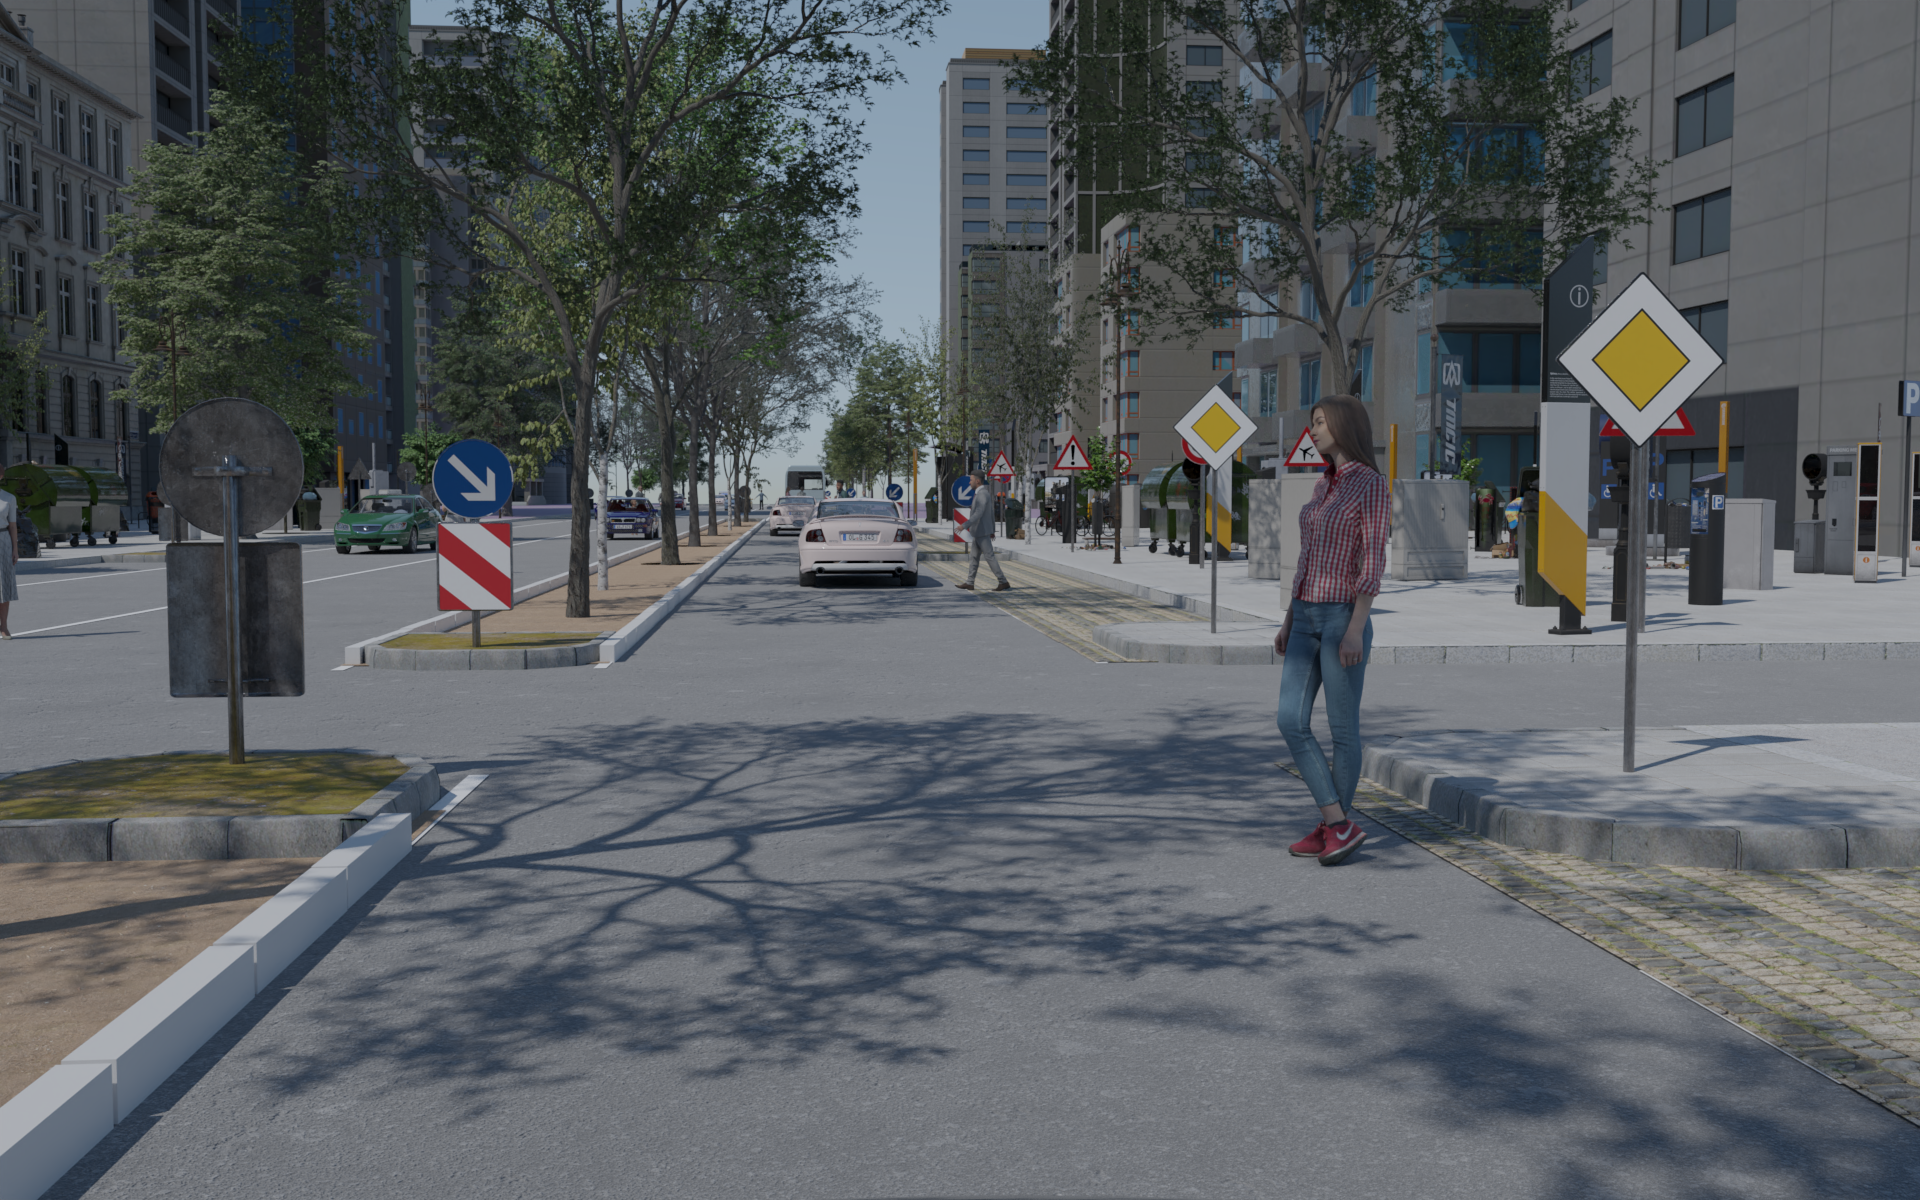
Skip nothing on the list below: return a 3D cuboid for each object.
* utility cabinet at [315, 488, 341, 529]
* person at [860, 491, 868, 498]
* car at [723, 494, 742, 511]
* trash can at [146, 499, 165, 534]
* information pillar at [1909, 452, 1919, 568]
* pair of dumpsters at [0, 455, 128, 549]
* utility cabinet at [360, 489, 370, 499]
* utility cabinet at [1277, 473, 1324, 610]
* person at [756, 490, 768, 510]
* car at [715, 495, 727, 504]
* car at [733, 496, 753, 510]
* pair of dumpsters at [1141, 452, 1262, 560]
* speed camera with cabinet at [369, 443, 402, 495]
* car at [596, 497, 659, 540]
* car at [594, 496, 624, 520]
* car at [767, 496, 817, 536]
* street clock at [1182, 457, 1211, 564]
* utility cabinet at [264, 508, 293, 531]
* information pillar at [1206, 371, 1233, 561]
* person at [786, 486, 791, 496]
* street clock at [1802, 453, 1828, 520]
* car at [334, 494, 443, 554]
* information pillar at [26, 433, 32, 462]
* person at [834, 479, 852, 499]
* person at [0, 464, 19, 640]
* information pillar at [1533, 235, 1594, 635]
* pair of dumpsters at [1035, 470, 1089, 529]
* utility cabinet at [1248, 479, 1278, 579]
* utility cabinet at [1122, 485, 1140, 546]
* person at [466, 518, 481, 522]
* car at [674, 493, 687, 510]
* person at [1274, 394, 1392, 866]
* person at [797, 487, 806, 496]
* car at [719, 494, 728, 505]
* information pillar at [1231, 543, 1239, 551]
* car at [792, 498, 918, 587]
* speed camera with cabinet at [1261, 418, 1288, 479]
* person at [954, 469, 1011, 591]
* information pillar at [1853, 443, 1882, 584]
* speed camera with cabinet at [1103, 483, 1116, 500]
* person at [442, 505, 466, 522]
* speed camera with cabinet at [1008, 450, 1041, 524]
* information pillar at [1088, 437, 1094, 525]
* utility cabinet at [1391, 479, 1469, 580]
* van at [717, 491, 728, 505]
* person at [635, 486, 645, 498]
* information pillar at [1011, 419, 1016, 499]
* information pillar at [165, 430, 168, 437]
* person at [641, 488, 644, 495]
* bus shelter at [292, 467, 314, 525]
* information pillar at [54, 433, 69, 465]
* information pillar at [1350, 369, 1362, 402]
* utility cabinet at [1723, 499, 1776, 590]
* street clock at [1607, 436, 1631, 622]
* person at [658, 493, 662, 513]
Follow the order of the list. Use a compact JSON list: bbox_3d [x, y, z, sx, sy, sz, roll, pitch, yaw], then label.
[{"bbox_3d":[-23.102,-3.310,62.792,1.173,1.500,0.318,-3,5,-40],"label":"utility cabinet"},{"bbox_3d":[-4.718,-4.581,85.210,0.589,1.601,0.330,0,4,-1],"label":"person"},{"bbox_3d":[-19.566,-8.478,150.615,2.014,1.417,4.499,0,4,-6],"label":"car"},{"bbox_3d":[-25.683,-2.682,55.511,0.748,1.137,0.748,0,3,0],"label":"trash can"},{"bbox_3d":[16.830,-1.575,30.249,0.304,2.012,0.304,-2,4,-34],"label":"information pillar"},{"bbox_3d":[-21.853,-2.424,42.127,1.574,2.255,4.437,0,4,-5],"label":"pair of dumpsters"},{"bbox_3d":[-27.953,-4.504,82.321,1.173,1.500,0.318,2,4,24],"label":"utility cabinet"},{"bbox_3d":[3.795,-0.602,18.514,0.318,1.500,1.173,-1,4,-11],"label":"utility cabinet"},{"bbox_3d":[-17.930,-9.040,156.289,1.348,1.826,0.705,-2,4,-30],"label":"person"},{"bbox_3d":[-29.796,-12.360,214.447,2.083,1.381,4.827,0,4,-6],"label":"car"},{"bbox_3d":[-20.299,-9.271,161.803,2.015,1.641,3.980,0,4,-4],"label":"car"},{"bbox_3d":[4.901,-2.015,35.436,1.574,2.255,4.437,0,4,-6],"label":"pair of dumpsters"},{"bbox_3d":[-22.075,-4.416,66.545,0.660,3.252,2.038,-3,4,-37],"label":"speed camera with cabinet"},{"bbox_3d":[-10.559,-2.605,55.167,1.945,1.354,3.894,0,4,-6],"label":"car"},{"bbox_3d":[-19.166,-5.080,95.636,1.945,1.354,3.894,0,4,-6],"label":"car"},{"bbox_3d":[-5.679,-2.925,60.188,2.083,1.381,4.827,0,4,-6],"label":"car"},{"bbox_3d":[4.307,-1.655,31.623,0.471,2.002,0.358,2,4,31],"label":"street clock"},{"bbox_3d":[-24.160,-3.063,61.246,1.020,1.237,0.306,-2,4,-27],"label":"utility cabinet"},{"bbox_3d":[4.962,-2.550,33.042,0.504,3.616,0.183,-1,4,-12],"label":"information pillar"},{"bbox_3d":[-8.780,-4.929,89.103,0.388,1.821,0.555,-1,4,-16],"label":"person"},{"bbox_3d":[15.250,-1.608,30.867,0.358,2.002,0.471,-1,4,-17],"label":"street clock"},{"bbox_3d":[-14.146,-1.914,43.085,2.131,1.459,4.920,0,4,-4],"label":"car"},{"bbox_3d":[-35.675,-4.591,66.419,0.183,3.616,0.504,-1,4,-19],"label":"information pillar"},{"bbox_3d":[-3.186,-2.324,46.488,0.713,1.824,0.794,0,4,-2],"label":"person"},{"bbox_3d":[-9.460,-0.480,16.923,0.480,1.755,0.524,-3,4,-37],"label":"person"},{"bbox_3d":[5.508,-1.491,15.726,0.504,3.616,0.183,-1,4,-18],"label":"information pillar"},{"bbox_3d":[3.929,-3.875,65.854,1.574,2.255,4.437,0,4,-6],"label":"pair of dumpsters"},{"bbox_3d":[4.923,-1.051,25.864,1.173,1.500,0.318,2,4,29],"label":"utility cabinet"},{"bbox_3d":[4.177,-2.068,42.488,0.318,1.500,1.173,1,4,13],"label":"utility cabinet"},{"bbox_3d":[-13.043,-2.287,46.459,0.524,1.755,0.480,3,5,39],"label":"person"},{"bbox_3d":[-25.125,-8.778,152.563,2.155,1.783,4.494,0,4,-4],"label":"car"},{"bbox_3d":[1.446,0.102,6.840,0.388,1.821,0.555,-2,4,-34],"label":"person"},{"bbox_3d":[-8.065,-4.898,88.687,0.635,1.810,0.391,1,4,21],"label":"person"},{"bbox_3d":[-30.846,-13.331,227.560,1.945,1.707,3.694,0,4,-7],"label":"car"},{"bbox_3d":[6.164,-2.131,39.328,0.304,2.012,0.304,2,4,25],"label":"information pillar"},{"bbox_3d":[-1.695,-0.970,28.228,2.083,1.381,4.827,0,4,-5],"label":"car"},{"bbox_3d":[8.079,-3.134,45.579,0.660,3.252,2.038,0,4,-5],"label":"speed camera with cabinet"},{"bbox_3d":[0.329,-1.020,25.459,0.850,1.792,0.678,0,4,6],"label":"person"},{"bbox_3d":[13.063,-1.251,24.942,0.304,2.012,0.304,2,4,24],"label":"information pillar"},{"bbox_3d":[8.643,-5.975,92.028,2.038,3.252,0.660,0,4,1],"label":"speed camera with cabinet"},{"bbox_3d":[-8.885,-1.315,30.564,0.524,1.755,0.480,3,5,41],"label":"person"},{"bbox_3d":[2.805,-4.925,74.858,0.660,3.252,2.038,2,4,29],"label":"speed camera with cabinet"},{"bbox_3d":[5.413,-4.912,71.669,0.183,3.616,0.504,2,4,31],"label":"information pillar"},{"bbox_3d":[7.005,-1.045,25.770,1.173,1.500,0.318,-1,4,-22],"label":"utility cabinet"},{"bbox_3d":[-31.669,-13.771,232.168,2.013,2.044,4.112,0,4,-6],"label":"van"},{"bbox_3d":[-14.510,-4.302,79.020,0.590,1.801,0.661,2,4,24],"label":"person"},{"bbox_3d":[1.640,-3.751,52.680,0.183,3.616,0.504,1,4,11],"label":"information pillar"},{"bbox_3d":[-24.469,-3.801,53.498,0.183,3.616,0.504,-2,4,-28],"label":"information pillar"},{"bbox_3d":[-18.595,-5.598,100.543,0.721,1.766,1.217,-2,4,-30],"label":"person"},{"bbox_3d":[-26.089,-4.589,66.311,1.731,3.624,6.357,0,4,-5],"label":"bus shelter"},{"bbox_3d":[-34.498,-4.599,66.547,0.504,3.616,0.183,-1,4,-18],"label":"information pillar"},{"bbox_3d":[7.350,-2.513,32.435,0.183,3.616,0.504,3,5,44],"label":"information pillar"},{"bbox_3d":[10.522,-0.756,23.524,0.306,1.237,1.020,-2,4,-30],"label":"utility cabinet"},{"bbox_3d":[6.676,-0.784,17.396,0.358,2.002,0.471,2,4,32],"label":"street clock"},{"bbox_3d":[-15.242,-4.932,89.528,0.661,1.777,0.834,-3,4,-38],"label":"person"}]
